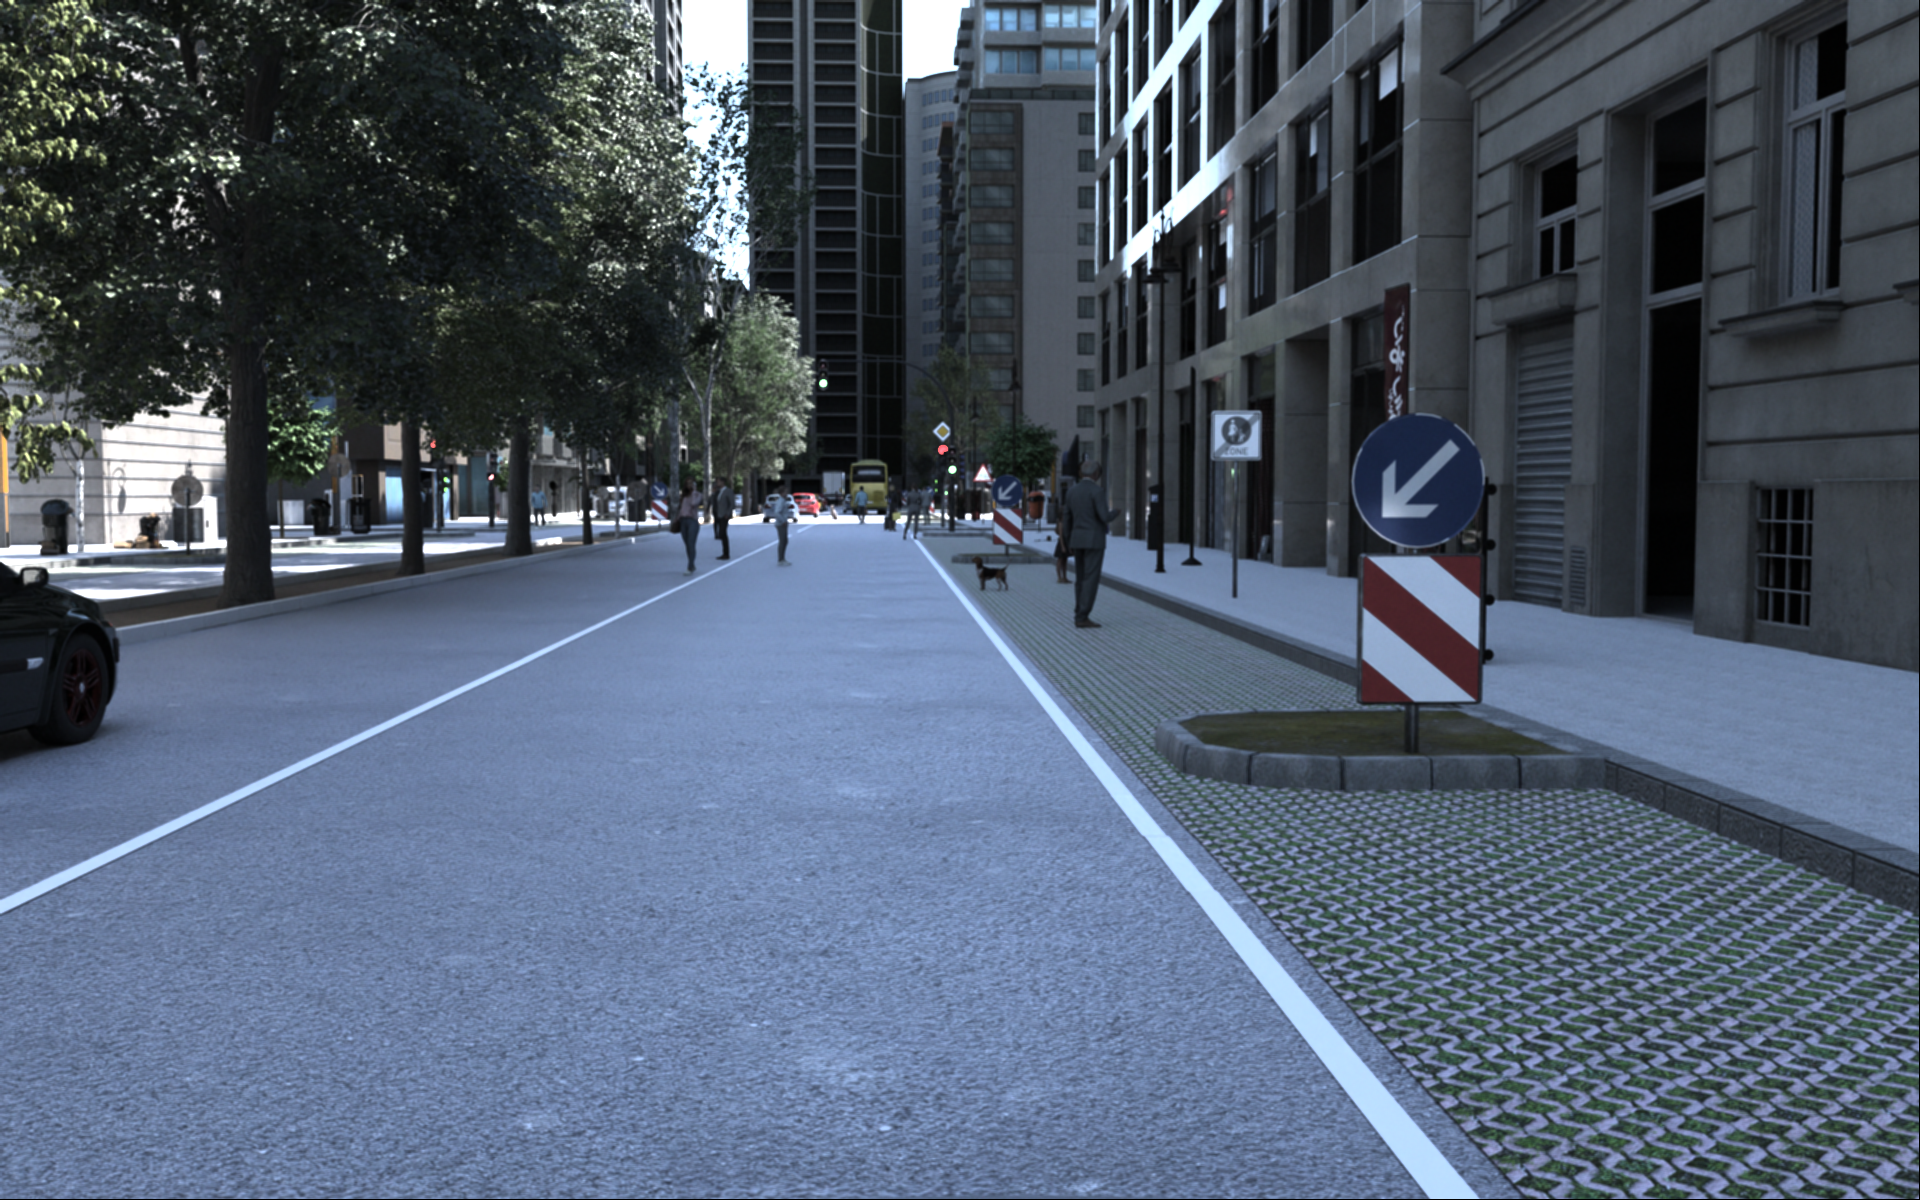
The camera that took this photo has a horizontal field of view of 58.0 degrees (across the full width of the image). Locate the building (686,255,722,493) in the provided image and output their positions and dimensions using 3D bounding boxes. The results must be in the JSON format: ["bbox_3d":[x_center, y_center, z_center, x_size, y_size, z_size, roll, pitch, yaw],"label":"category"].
[{"bbox_3d":[-36.743,-26.663,207.644,14.107,30.474,14.160,0,4,-3],"label":"building"}]

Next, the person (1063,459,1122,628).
[{"bbox_3d":[1.432,-0.607,18.607,0.590,1.801,0.661,-3,5,-42],"label":"person"}]

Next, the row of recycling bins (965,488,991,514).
[{"bbox_3d":[1.113,-6.442,112.438,1.069,1.692,3.534,-1,4,-16],"label":"row of recycling bins"}]

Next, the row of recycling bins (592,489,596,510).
[{"bbox_3d":[-26.574,-7.645,132.115,3.534,1.692,1.069,2,4,28],"label":"row of recycling bins"}]

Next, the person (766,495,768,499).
[{"bbox_3d":[-18.209,-9.299,163.770,0.697,1.427,0.421,1,4,8],"label":"person"}]

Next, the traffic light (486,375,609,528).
[{"bbox_3d":[-15.787,-5.599,66.206,4.771,5.953,1.251,0,4,-3],"label":"traffic light"}]

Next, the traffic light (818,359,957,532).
[{"bbox_3d":[-2.388,-5.139,58.683,4.771,5.953,1.251,0,4,-3],"label":"traffic light"}]

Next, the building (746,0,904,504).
[{"bbox_3d":[-17.962,-48.816,236.385,20.611,71.187,20.563,0,4,-3],"label":"building"}]

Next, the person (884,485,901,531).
[{"bbox_3d":[-2.619,-3.592,67.440,0.699,1.804,1.509,0,4,-1],"label":"person"}]

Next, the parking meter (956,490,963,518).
[{"bbox_3d":[-0.030,-5.277,94.685,0.372,1.533,0.369,0,3,0],"label":"parking meter"}]

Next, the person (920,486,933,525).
[{"bbox_3d":[-1.575,-4.378,80.183,0.635,1.810,0.391,-3,5,-39],"label":"person"}]

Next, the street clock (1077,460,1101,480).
[{"bbox_3d":[2.744,-1.973,36.821,0.471,2.002,0.358,2,4,33],"label":"street clock"}]

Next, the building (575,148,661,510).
[{"bbox_3d":[-33.462,-22.988,147.550,14.160,30.474,14.107,0,4,-3],"label":"building"}]

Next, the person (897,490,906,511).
[{"bbox_3d":[-5.287,-8.558,148.553,1.348,1.807,0.705,1,4,15],"label":"person"}]

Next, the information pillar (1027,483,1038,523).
[{"bbox_3d":[3.116,-4.352,75.642,0.304,2.012,0.304,1,4,18],"label":"information pillar"}]

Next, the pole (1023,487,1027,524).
[{"bbox_3d":[2.742,-4.886,73.731,0.158,3.312,0.155,0,3,0],"label":"pole"}]

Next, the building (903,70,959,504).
[{"bbox_3d":[6.494,-42.531,237.382,28.212,58.520,21.231,0,4,-3],"label":"building"}]

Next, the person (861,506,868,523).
[{"bbox_3d":[-4.802,-4.507,86.864,0.373,1.253,0.362,0,4,-4],"label":"person"}]

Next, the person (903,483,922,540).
[{"bbox_3d":[-1.496,-2.798,54.529,0.520,1.790,0.573,-1,4,-21],"label":"person"}]

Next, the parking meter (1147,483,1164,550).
[{"bbox_3d":[4.483,-1.912,39.674,0.372,1.533,0.369,0,3,0],"label":"parking meter"}]

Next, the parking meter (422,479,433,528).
[{"bbox_3d":[-20.056,-3.640,65.227,0.255,1.863,0.399,1,4,12],"label":"parking meter"}]

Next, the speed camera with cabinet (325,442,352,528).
[{"bbox_3d":[-23.605,-4.365,65.707,0.660,3.252,2.038,-2,4,-32],"label":"speed camera with cabinet"}]

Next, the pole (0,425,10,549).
[{"bbox_3d":[-22.439,-2.860,40.598,0.158,3.312,0.155,0,3,0],"label":"pole"}]

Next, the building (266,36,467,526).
[{"bbox_3d":[-30.561,-26.033,75.745,14.600,45.320,14.200,0,4,-3],"label":"building"}]

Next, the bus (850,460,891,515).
[{"bbox_3d":[-6.385,-8.045,123.074,2.896,3.916,12.252,0,4,-2],"label":"bus"}]

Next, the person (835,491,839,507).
[{"bbox_3d":[-13.846,-11.397,195.531,0.721,1.739,1.217,1,4,9],"label":"person"}]

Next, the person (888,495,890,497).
[{"bbox_3d":[-7.683,-10.404,178.693,1.348,1.812,0.705,-2,4,-29],"label":"person"}]

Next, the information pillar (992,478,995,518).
[{"bbox_3d":[2.013,-6.283,94.087,0.504,3.616,0.183,-2,4,-34],"label":"information pillar"}]

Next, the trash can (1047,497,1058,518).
[{"bbox_3d":[4.477,-4.308,82.094,0.748,1.137,0.748,0,3,0],"label":"trash can"}]

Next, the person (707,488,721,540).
[{"bbox_3d":[-7.628,-2.838,54.672,0.659,1.850,0.755,0,4,0],"label":"person"}]

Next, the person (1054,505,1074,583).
[{"bbox_3d":[1.704,-0.890,27.718,0.373,1.253,0.362,3,5,39],"label":"person"}]

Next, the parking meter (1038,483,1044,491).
[{"bbox_3d":[4.667,-5.783,100.256,0.255,1.863,0.399,-2,4,-30],"label":"parking meter"}]

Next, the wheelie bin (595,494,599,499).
[{"bbox_3d":[-21.590,-5.921,104.708,0.980,1.594,0.693,0,4,0],"label":"wheelie bin"}]

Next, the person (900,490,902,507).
[{"bbox_3d":[-6.250,-10.636,182.489,1.350,1.814,0.705,-1,4,-14],"label":"person"}]

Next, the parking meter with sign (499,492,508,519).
[{"bbox_3d":[-23.319,-5.676,89.060,1.738,3.016,0.543,-3,5,-41],"label":"parking meter with sign"}]

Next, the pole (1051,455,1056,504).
[{"bbox_3d":[4.055,-4.975,75.185,0.158,3.312,0.155,0,3,0],"label":"pole"}]

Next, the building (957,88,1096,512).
[{"bbox_3d":[7.348,-21.750,127.314,14.160,30.474,14.107,0,4,-3],"label":"building"}]

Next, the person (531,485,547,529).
[{"bbox_3d":[-17.422,-3.868,71.757,0.660,1.820,0.620,0,4,-7],"label":"person"}]

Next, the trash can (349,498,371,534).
[{"bbox_3d":[-19.314,-2.700,55.806,0.748,1.137,0.748,0,3,0],"label":"trash can"}]

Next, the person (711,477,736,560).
[{"bbox_3d":[-5.208,-1.796,38.038,0.473,1.802,0.592,-1,4,-23],"label":"person"}]

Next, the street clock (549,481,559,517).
[{"bbox_3d":[-22.368,-5.559,95.464,0.471,2.002,0.358,2,4,28],"label":"street clock"}]

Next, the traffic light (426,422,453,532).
[{"bbox_3d":[-17.494,-4.231,58.096,0.839,4.253,0.868,0,4,-3],"label":"traffic light"}]

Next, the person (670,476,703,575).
[{"bbox_3d":[-4.799,-1.327,30.794,0.593,1.750,0.643,2,4,28],"label":"person"}]

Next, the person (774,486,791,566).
[{"bbox_3d":[-3.567,-1.499,34.813,0.330,1.601,0.589,1,4,9],"label":"person"}]

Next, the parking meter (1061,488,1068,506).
[{"bbox_3d":[4.372,-3.864,71.590,0.372,1.533,0.369,0,3,0],"label":"parking meter"}]

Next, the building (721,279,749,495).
[{"bbox_3d":[-35.537,-28.208,232.899,14.107,30.474,14.160,0,4,-3],"label":"building"}]

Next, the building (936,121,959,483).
[{"bbox_3d":[8.465,-33.469,201.841,22.147,44.769,28.867,0,4,-3],"label":"building"}]

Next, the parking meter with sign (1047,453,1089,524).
[{"bbox_3d":[4.592,-4.771,74.260,1.738,3.016,0.543,1,4,23],"label":"parking meter with sign"}]

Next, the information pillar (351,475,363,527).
[{"bbox_3d":[-23.542,-3.863,67.653,0.304,2.012,0.304,2,4,26],"label":"information pillar"}]

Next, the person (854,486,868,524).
[{"bbox_3d":[-4.743,-4.570,83.231,0.660,1.820,0.620,-2,4,-25],"label":"person"}]

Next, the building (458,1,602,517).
[{"bbox_3d":[-35.472,-29.733,105.739,23.786,49.044,30.456,0,4,-3],"label":"building"}]

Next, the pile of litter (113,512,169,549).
[{"bbox_3d":[-19.242,-1.632,40.645,1.176,0.858,1.719,-2,4,-34],"label":"pile of litter"}]

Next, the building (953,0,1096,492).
[{"bbox_3d":[10.795,-32.934,158.084,23.786,49.044,30.456,0,4,-3],"label":"building"}]

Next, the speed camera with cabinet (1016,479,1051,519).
[{"bbox_3d":[3.973,-5.854,90.055,0.660,3.252,2.038,-3,4,-39],"label":"speed camera with cabinet"}]

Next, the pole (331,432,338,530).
[{"bbox_3d":[-19.935,-3.758,55.283,0.158,3.312,0.155,0,3,0],"label":"pole"}]

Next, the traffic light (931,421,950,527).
[{"bbox_3d":[-0.681,-4.769,66.899,0.839,4.253,0.868,0,4,-3],"label":"traffic light"}]

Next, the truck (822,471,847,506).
[{"bbox_3d":[-15.431,-13.718,213.202,2.839,4.237,11.283,0,4,-2],"label":"truck"}]

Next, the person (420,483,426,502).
[{"bbox_3d":[-17.517,-2.870,55.697,0.793,1.790,0.793,3,5,40],"label":"person"}]

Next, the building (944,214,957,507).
[{"bbox_3d":[5.283,-25.013,180.656,14.160,30.474,14.107,0,4,-3],"label":"building"}]

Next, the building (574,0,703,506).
[{"bbox_3d":[-38.003,-45.681,185.144,20.563,71.187,20.611,0,4,-3],"label":"building"}]
